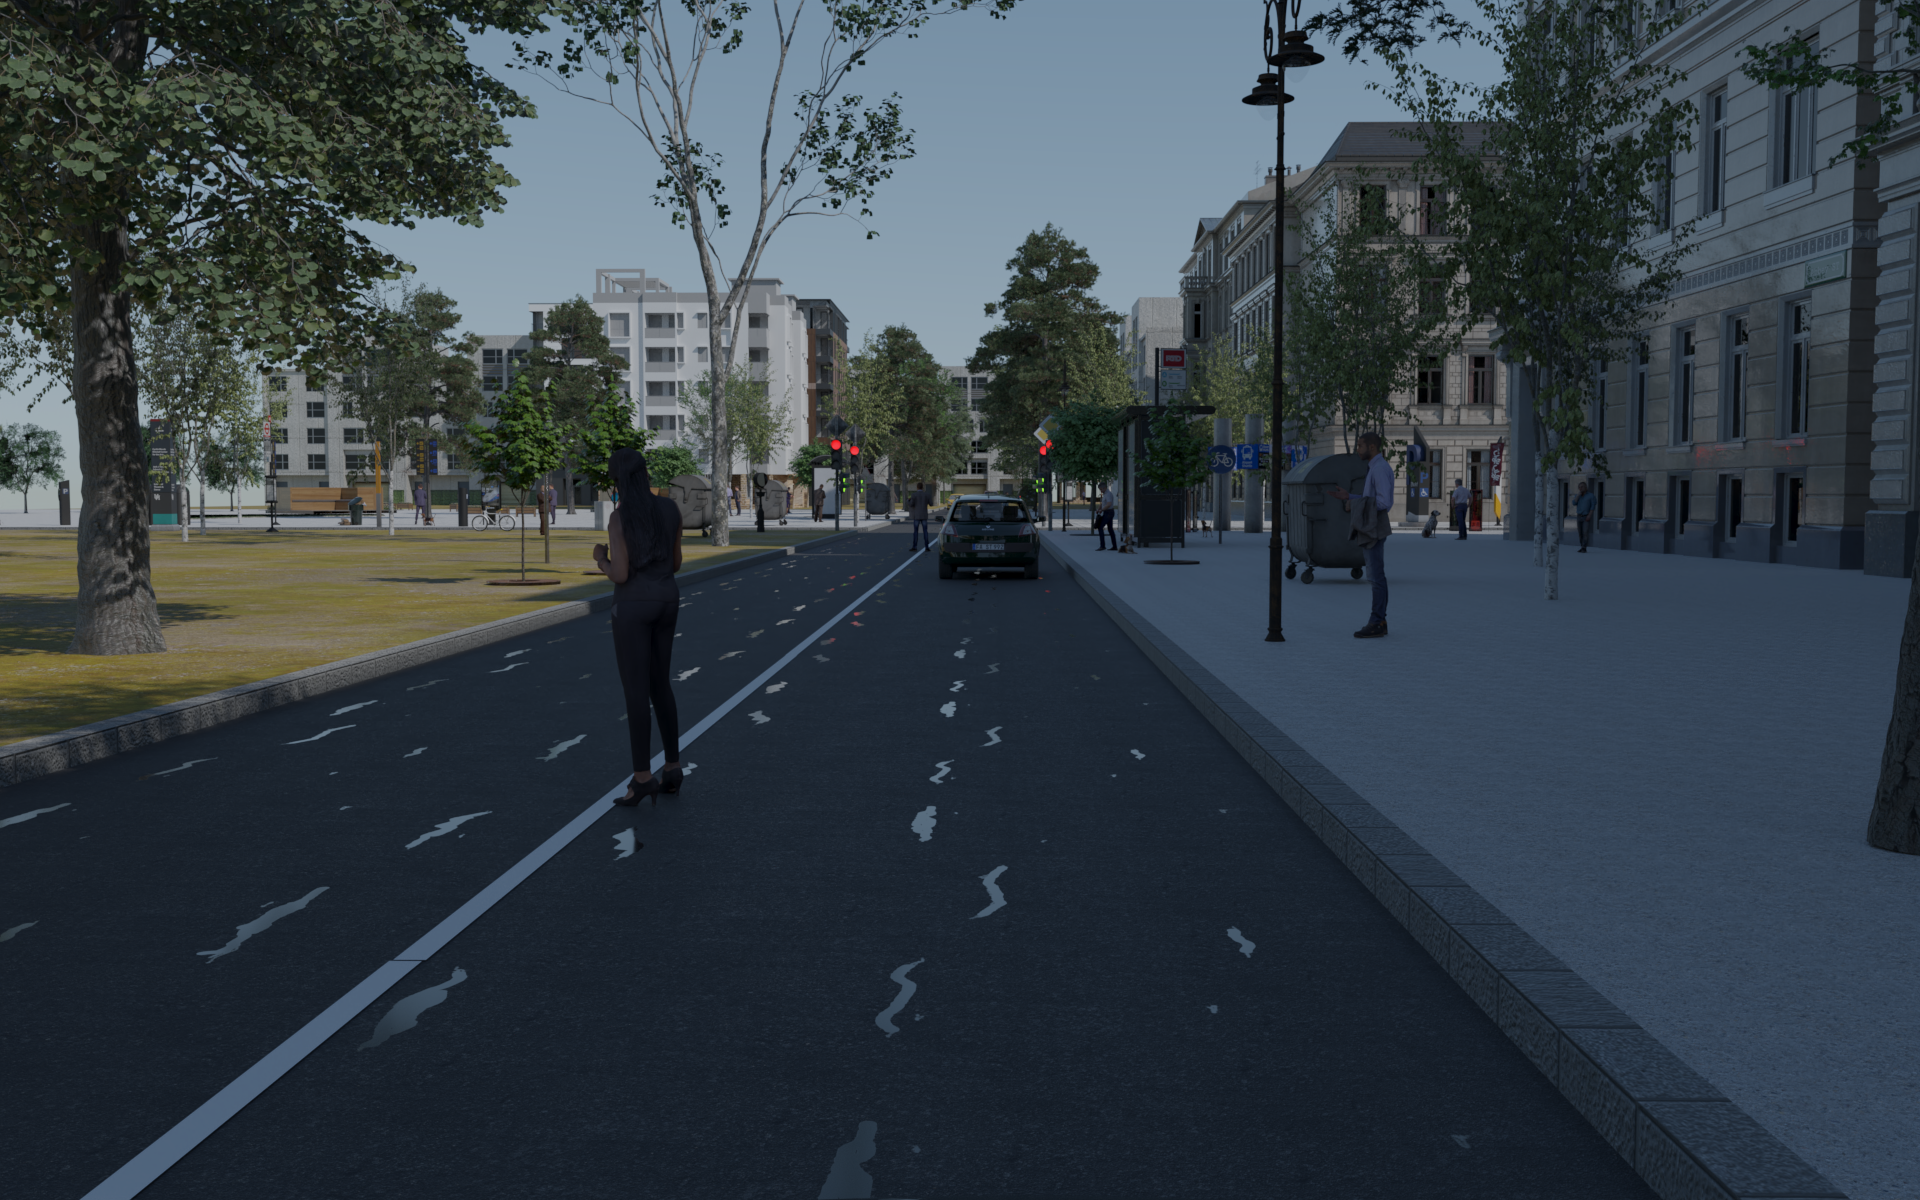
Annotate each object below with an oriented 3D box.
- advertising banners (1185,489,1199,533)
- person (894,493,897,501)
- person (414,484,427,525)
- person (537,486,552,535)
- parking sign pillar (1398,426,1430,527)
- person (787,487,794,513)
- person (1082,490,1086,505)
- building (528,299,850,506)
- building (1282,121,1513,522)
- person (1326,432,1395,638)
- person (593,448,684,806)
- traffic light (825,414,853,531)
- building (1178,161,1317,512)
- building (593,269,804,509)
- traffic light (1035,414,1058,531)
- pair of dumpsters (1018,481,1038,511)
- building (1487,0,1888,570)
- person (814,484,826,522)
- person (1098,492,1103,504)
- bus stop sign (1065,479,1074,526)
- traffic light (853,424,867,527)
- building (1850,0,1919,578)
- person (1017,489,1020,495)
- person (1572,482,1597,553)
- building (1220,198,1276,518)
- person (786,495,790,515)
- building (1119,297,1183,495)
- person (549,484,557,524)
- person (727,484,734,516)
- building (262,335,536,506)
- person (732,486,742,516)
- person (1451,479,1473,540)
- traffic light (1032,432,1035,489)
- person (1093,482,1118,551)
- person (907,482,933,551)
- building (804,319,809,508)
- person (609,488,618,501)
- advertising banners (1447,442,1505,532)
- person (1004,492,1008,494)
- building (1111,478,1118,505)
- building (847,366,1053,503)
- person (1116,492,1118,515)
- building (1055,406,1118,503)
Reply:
[{"bbox_3d":[7.623,-3.761,57.682,0.090,3.025,2.074,2,4,25],"label":"advertising banners"},{"bbox_3d":[-4.875,-7.063,122.081,0.990,1.755,0.434,1,4,16],"label":"person"},{"bbox_3d":[-22.670,-4.027,72.808,0.541,1.710,0.530,0,4,4],"label":"person"},{"bbox_3d":[-12.913,-2.789,53.910,0.482,1.546,0.388,-3,5,-44],"label":"person"},{"bbox_3d":[17.894,-4.845,67.695,1.447,3.967,1.447,0,4,-7],"label":"parking sign pillar"},{"bbox_3d":[-11.376,-6.686,115.806,0.568,1.767,0.683,0,4,1],"label":"person"},{"bbox_3d":[14.223,-11.793,199.799,0.436,1.711,0.756,3,5,40],"label":"person"},{"bbox_3d":[-29.547,-21.502,195.526,32.646,21.610,27.936,0,4,1],"label":"building"},{"bbox_3d":[26.186,-13.384,83.458,19.286,19.102,10.561,0,4,1],"label":"building"},{"bbox_3d":[3.610,-0.595,15.639,0.599,1.838,0.709,1,4,11],"label":"person"},{"bbox_3d":[-1.497,0.116,8.074,0.415,1.643,0.593,0,4,-5],"label":"person"},{"bbox_3d":[-4.250,-4.331,60.056,0.839,4.213,0.868,0,4,1],"label":"traffic light"},{"bbox_3d":[23.180,-18.736,125.423,14.460,24.649,34.723,0,4,1],"label":"building"},{"bbox_3d":[-22.415,-17.936,149.679,16.016,20.091,11.380,0,4,1],"label":"building"},{"bbox_3d":[3.110,-4.323,59.928,0.839,4.213,0.868,0,4,1],"label":"traffic light"},{"bbox_3d":[5.229,-7.881,131.343,1.574,2.255,4.436,0,4,1],"label":"pair of dumpsters"},{"bbox_3d":[21.322,-15.424,38.085,13.634,28.700,20.117,0,4,1],"label":"building"},{"bbox_3d":[-6.399,-4.424,79.066,0.565,1.739,0.600,0,4,-3],"label":"person"},{"bbox_3d":[18.361,-13.167,224.598,1.217,1.723,0.721,-1,4,-11],"label":"person"},{"bbox_3d":[4.366,-4.879,68.476,0.416,3.939,0.855,-1,4,-16],"label":"bus stop sign"},{"bbox_3d":[-4.095,-4.819,68.039,0.839,4.213,0.868,0,4,1],"label":"traffic light"},{"bbox_3d":[18.982,-11.538,17.530,11.050,23.489,19.941,0,4,1],"label":"building"},{"bbox_3d":[5.113,-8.868,151.758,0.721,1.736,1.217,1,4,10],"label":"person"},{"bbox_3d":[13.671,-1.815,37.927,0.429,1.552,0.499,-1,4,-17],"label":"person"},{"bbox_3d":[21.248,-14.292,98.309,10.561,19.102,19.286,0,4,1],"label":"building"},{"bbox_3d":[-10.501,-5.886,104.656,0.453,1.535,0.546,0,4,-1],"label":"person"},{"bbox_3d":[24.581,-18.199,164.014,16.747,18.905,31.486,0,4,1],"label":"building"},{"bbox_3d":[-17.221,-4.052,73.206,0.530,1.710,0.541,2,4,34],"label":"person"},{"bbox_3d":[-13.341,-5.716,99.368,0.709,1.838,0.599,-1,4,-11],"label":"person"},{"bbox_3d":[-61.924,-20.484,201.363,31.486,18.905,16.747,0,4,1],"label":"building"},{"bbox_3d":[-13.312,-5.866,102.482,0.750,1.759,0.617,-1,4,-21],"label":"person"},{"bbox_3d":[13.978,-2.537,48.468,0.756,1.711,0.436,-1,4,-20],"label":"person"},{"bbox_3d":[3.265,-4.811,67.912,0.839,4.213,0.868,0,4,1],"label":"traffic light"},{"bbox_3d":[3.294,-1.886,39.095,0.590,1.554,0.614,0,4,-4],"label":"person"},{"bbox_3d":[-1.006,-2.077,43.278,0.655,1.722,0.431,-1,4,-9],"label":"person"},{"bbox_3d":[-22.230,-18.693,162.055,16.016,20.091,11.380,0,4,1],"label":"building"},{"bbox_3d":[-17.350,-4.848,87.011,0.593,1.614,0.444,-1,4,-18],"label":"person"},{"bbox_3d":[17.664,-3.863,59.348,2.074,3.025,0.090,3,5,44],"label":"advertising banners"},{"bbox_3d":[2.246,-4.461,83.655,0.429,1.552,0.499,3,5,41],"label":"person"},{"bbox_3d":[21.541,-15.430,194.425,9.099,9.664,28.070,0,4,1],"label":"building"},{"bbox_3d":[-2.777,-23.315,247.659,31.486,18.905,16.747,0,4,1],"label":"building"},{"bbox_3d":[9.895,-6.060,105.941,0.655,1.722,0.431,-1,4,-10],"label":"person"},{"bbox_3d":[19.458,-23.806,245.647,11.380,20.091,16.016,0,4,1],"label":"building"}]
